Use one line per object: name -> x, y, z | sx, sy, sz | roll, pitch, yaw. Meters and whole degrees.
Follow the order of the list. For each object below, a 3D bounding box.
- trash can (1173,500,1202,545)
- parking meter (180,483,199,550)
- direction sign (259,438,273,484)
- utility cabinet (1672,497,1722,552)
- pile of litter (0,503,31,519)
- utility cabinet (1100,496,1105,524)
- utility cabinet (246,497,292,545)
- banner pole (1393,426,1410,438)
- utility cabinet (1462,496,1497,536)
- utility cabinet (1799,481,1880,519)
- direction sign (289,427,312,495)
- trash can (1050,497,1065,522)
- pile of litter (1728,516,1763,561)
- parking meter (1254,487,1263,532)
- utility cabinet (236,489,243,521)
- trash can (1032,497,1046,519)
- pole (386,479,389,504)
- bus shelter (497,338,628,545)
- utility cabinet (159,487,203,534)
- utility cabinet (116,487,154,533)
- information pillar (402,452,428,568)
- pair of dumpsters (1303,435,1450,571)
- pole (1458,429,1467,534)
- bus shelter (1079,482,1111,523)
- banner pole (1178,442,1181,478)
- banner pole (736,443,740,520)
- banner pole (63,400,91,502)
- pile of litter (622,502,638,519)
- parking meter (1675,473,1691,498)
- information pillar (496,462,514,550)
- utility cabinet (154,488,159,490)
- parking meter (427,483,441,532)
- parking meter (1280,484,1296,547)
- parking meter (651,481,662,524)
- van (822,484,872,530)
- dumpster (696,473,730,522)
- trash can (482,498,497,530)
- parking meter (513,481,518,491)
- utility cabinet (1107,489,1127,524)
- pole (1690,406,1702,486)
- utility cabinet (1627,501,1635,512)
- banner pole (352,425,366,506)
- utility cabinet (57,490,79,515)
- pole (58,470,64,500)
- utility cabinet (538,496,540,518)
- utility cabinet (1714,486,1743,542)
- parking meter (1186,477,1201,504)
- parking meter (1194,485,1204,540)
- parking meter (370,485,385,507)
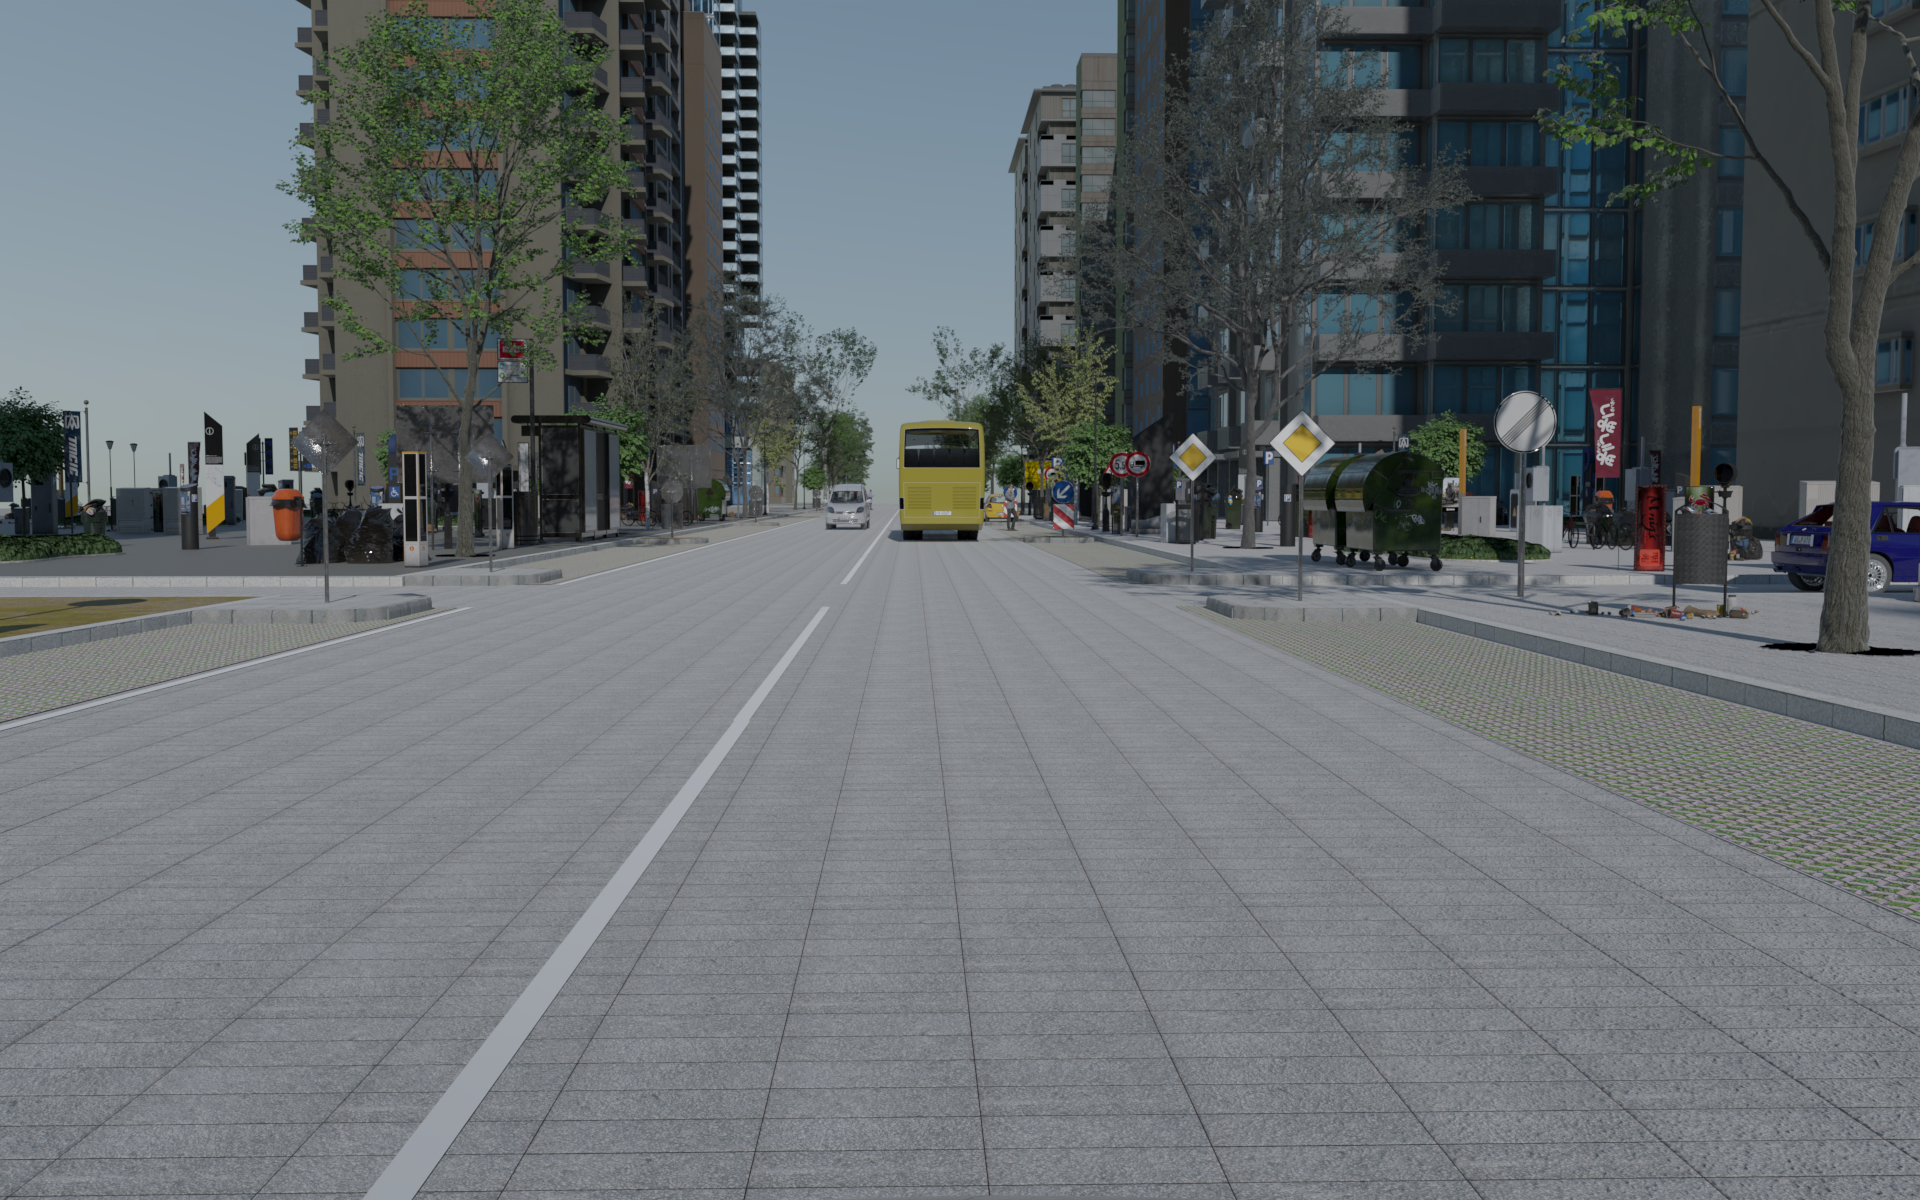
trash can -> 5.802, -1.992, 44.218 | 0.748, 1.137, 0.748 | 0, 3, 0
parking meter -> -17.791, -1.932, 39.997 | 0.372, 1.533, 0.369 | 0, 3, 0
direction sign -> -28.136, -4.769, 69.975 | 0.876, 3.537, 0.379 | 1, 4, 11
utility cabinet -> 16.127, -1.638, 37.937 | 0.306, 1.237, 1.020 | -2, 4, -32
pile of litter -> -48.730, -4.607, 89.295 | 1.719, 0.858, 1.176 | 0, 4, -8
utility cabinet -> 6.153, -3.931, 75.429 | 0.306, 1.237, 1.020 | 0, 4, 5
utility cabinet -> -17.469, -1.994, 43.769 | 1.020, 1.237, 0.306 | -2, 4, -35
banner pole -> 16.155, -4.506, 63.686 | 0.863, 3.779, 0.401 | 3, 5, 42
utility cabinet -> 14.917, -2.365, 49.825 | 0.306, 1.237, 1.020 | -2, 4, -33
utility cabinet -> 14.643, -1.235, 28.866 | 1.173, 1.500, 0.318 | 0, 4, 3
direction sign -> -22.363, -4.085, 58.783 | 0.876, 3.537, 0.379 | 1, 4, 17
trash can -> 4.329, -3.954, 76.293 | 0.748, 1.137, 0.748 | 0, 3, 0
pile of litter -> 14.966, -1.213, 33.796 | 1.719, 0.858, 1.176 | -2, 4, -26
parking meter -> 9.962, -3.033, 57.995 | 0.372, 1.533, 0.369 | 0, 3, 0
utility cabinet -> -33.664, -4.346, 79.734 | 1.173, 1.500, 0.318 | -1, 4, -20
trash can -> 4.019, -4.664, 87.906 | 0.748, 1.137, 0.748 | 0, 3, 0
pole -> -30.005, -5.935, 90.883 | 0.158, 3.312, 0.155 | 0, 3, 0
bus shelter -> -10.898, -4.267, 47.396 | 2.179, 5.291, 8.768 | 0, 4, -2
utility cabinet -> -24.419, -2.796, 54.392 | 1.173, 1.500, 0.318 | 1, 4, 11
utility cabinet -> -27.109, -2.942, 56.786 | 1.173, 1.500, 0.318 | 1, 4, 21
information pillar -> -9.491, -1.571, 30.176 | 0.304, 2.012, 0.304 | 1, 4, 11
pair of dumpsters -> 7.325, -1.726, 30.710 | 1.574, 2.255, 4.437 | 0, 4, -1
pole -> 15.770, -3.702, 54.370 | 0.158, 3.312, 0.155 | 0, 3, 0
bus shelter -> 6.319, -5.446, 80.330 | 1.731, 3.624, 6.357 | 0, 4, -2
banner pole -> 10.422, -5.640, 82.223 | 0.401, 3.779, 0.863 | 0, 4, -3
banner pole -> -10.869, -5.818, 85.133 | 0.401, 3.779, 0.863 | 0, 4, 3
banner pole -> -23.368, -3.422, 45.972 | 0.401, 3.779, 0.863 | 3, 4, 37
pile of litter -> -16.900, -4.532, 88.056 | 1.719, 0.858, 1.176 | -1, 4, -14
parking meter -> 19.976, -2.578, 47.865 | 0.255, 1.863, 0.399 | -2, 4, -29
information pillar -> -10.562, -2.183, 40.190 | 0.304, 2.012, 0.304 | -3, 5, -39
utility cabinet -> -29.233, -3.297, 62.584 | 0.318, 1.500, 1.173 | 3, 4, 36
parking meter -> -18.014, -3.264, 59.082 | 0.255, 1.863, 0.399 | 0, 4, 8
parking meter -> 8.003, -2.071, 42.265 | 0.372, 1.533, 0.369 | 0, 3, 0
parking meter -> -13.222, -4.266, 75.462 | 0.399, 1.863, 0.255 | 1, 4, 11
van -> -4.573, -3.901, 70.790 | 2.013, 2.044, 4.112 | 0, 4, 0
dumpster -> -11.656, -4.828, 81.435 | 1.502, 2.255, 1.985 | 0, 4, -1
trash can -> -17.042, -3.122, 62.702 | 0.748, 1.137, 0.748 | 0, 3, 0
parking meter -> -20.055, -4.416, 77.917 | 0.399, 1.863, 0.255 | -2, 4, -32
utility cabinet -> 6.665, -3.988, 73.889 | 0.318, 1.500, 1.173 | -2, 4, -34
pole -> 17.079, -2.837, 40.236 | 0.158, 3.312, 0.155 | 0, 3, 0
utility cabinet -> 26.211, -3.434, 67.311 | 0.306, 1.237, 1.020 | 0, 4, 4
banner pole -> -21.651, -4.425, 62.363 | 0.863, 3.779, 0.401 | 3, 4, 36
utility cabinet -> -44.497, -4.734, 86.077 | 0.318, 1.500, 1.173 | 3, 5, 43
pole -> -42.519, -5.388, 81.935 | 0.158, 3.312, 0.155 | 0, 3, 0
utility cabinet -> -18.280, -3.891, 74.783 | 1.020, 1.237, 0.306 | -2, 4, -29
utility cabinet -> 20.215, -2.297, 46.227 | 1.173, 1.500, 0.318 | 3, 5, 41
parking meter -> 7.331, -2.954, 54.015 | 0.255, 1.863, 0.399 | -1, 4, -12
parking meter -> 6.597, -2.431, 48.154 | 0.372, 1.533, 0.369 | 0, 3, 0
parking meter -> -15.951, -2.387, 47.437 | 0.372, 1.533, 0.369 | 0, 3, 0
